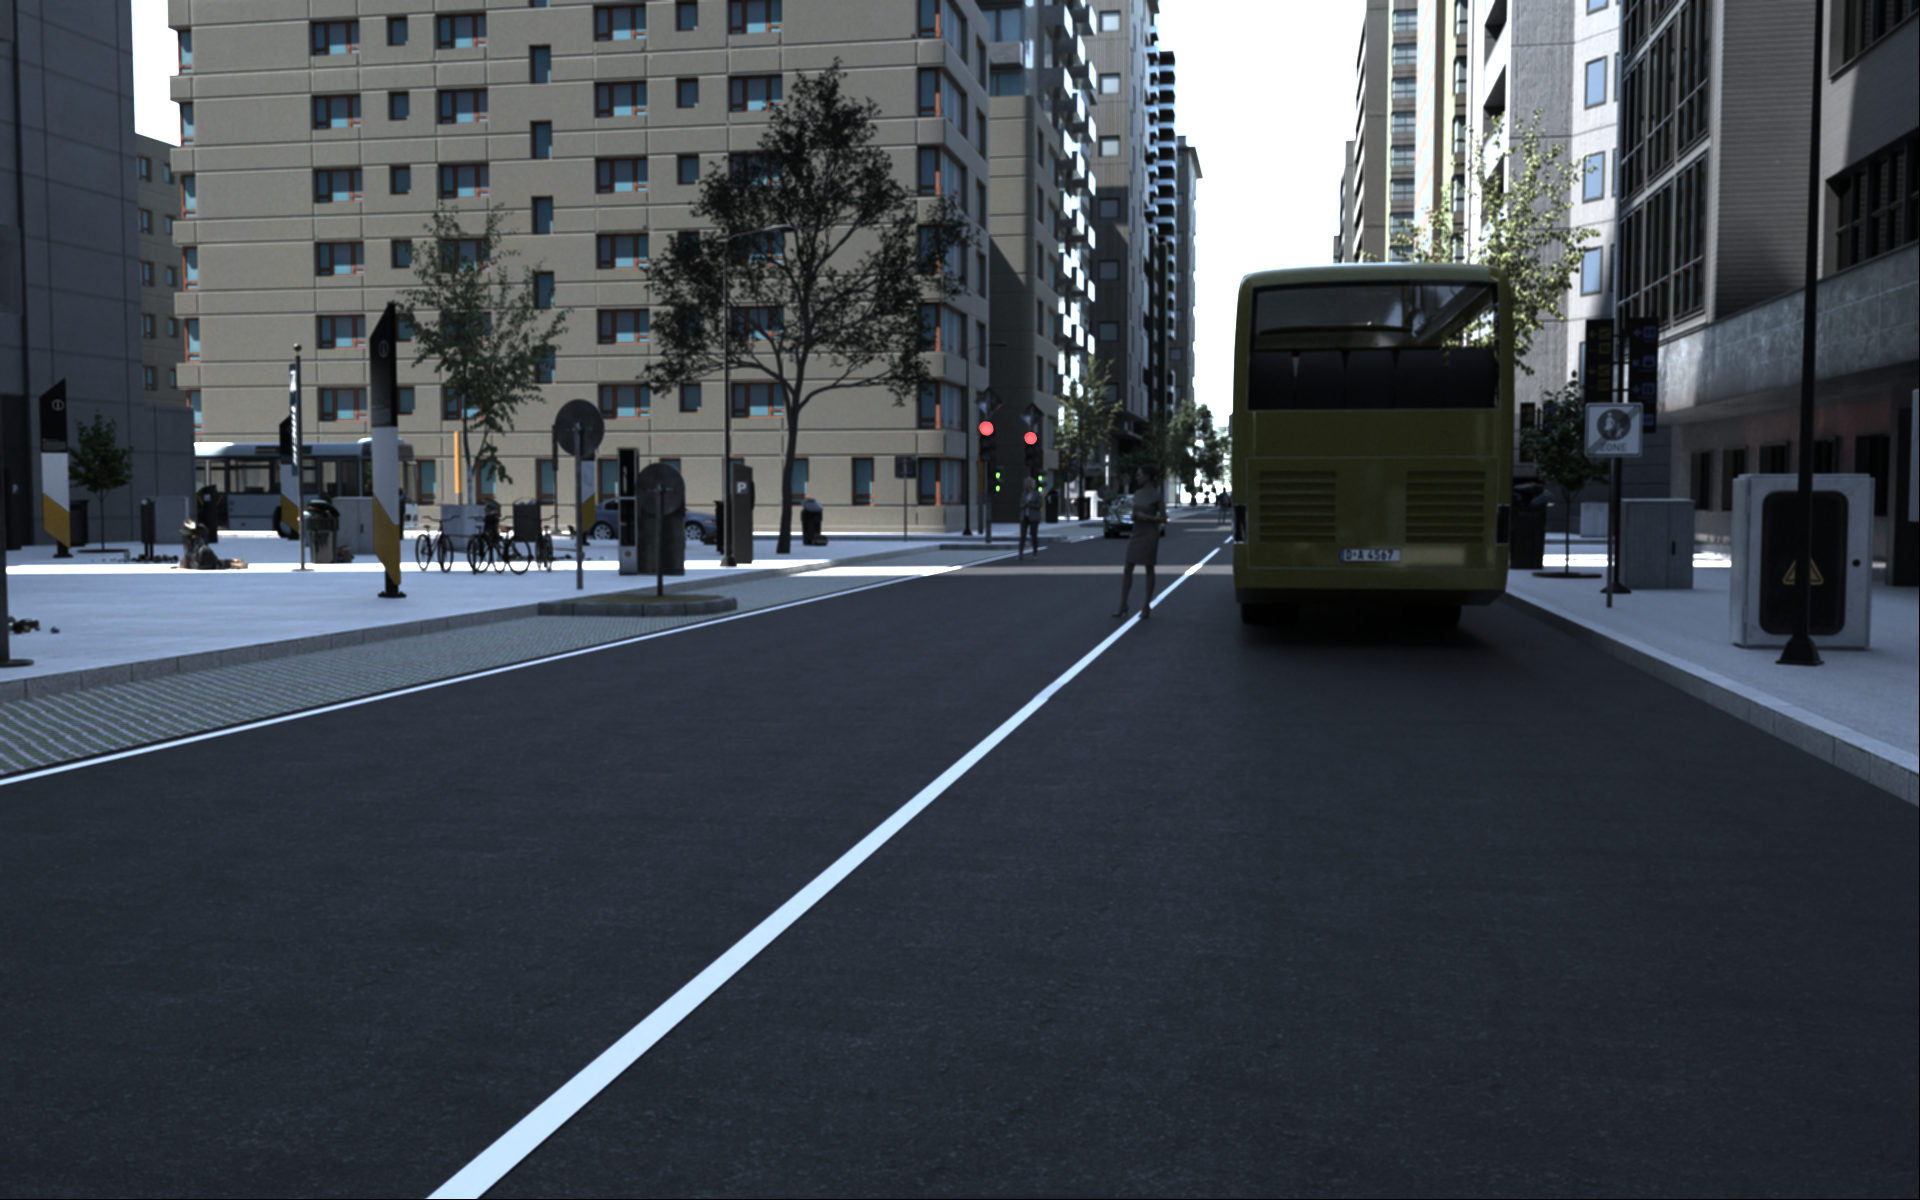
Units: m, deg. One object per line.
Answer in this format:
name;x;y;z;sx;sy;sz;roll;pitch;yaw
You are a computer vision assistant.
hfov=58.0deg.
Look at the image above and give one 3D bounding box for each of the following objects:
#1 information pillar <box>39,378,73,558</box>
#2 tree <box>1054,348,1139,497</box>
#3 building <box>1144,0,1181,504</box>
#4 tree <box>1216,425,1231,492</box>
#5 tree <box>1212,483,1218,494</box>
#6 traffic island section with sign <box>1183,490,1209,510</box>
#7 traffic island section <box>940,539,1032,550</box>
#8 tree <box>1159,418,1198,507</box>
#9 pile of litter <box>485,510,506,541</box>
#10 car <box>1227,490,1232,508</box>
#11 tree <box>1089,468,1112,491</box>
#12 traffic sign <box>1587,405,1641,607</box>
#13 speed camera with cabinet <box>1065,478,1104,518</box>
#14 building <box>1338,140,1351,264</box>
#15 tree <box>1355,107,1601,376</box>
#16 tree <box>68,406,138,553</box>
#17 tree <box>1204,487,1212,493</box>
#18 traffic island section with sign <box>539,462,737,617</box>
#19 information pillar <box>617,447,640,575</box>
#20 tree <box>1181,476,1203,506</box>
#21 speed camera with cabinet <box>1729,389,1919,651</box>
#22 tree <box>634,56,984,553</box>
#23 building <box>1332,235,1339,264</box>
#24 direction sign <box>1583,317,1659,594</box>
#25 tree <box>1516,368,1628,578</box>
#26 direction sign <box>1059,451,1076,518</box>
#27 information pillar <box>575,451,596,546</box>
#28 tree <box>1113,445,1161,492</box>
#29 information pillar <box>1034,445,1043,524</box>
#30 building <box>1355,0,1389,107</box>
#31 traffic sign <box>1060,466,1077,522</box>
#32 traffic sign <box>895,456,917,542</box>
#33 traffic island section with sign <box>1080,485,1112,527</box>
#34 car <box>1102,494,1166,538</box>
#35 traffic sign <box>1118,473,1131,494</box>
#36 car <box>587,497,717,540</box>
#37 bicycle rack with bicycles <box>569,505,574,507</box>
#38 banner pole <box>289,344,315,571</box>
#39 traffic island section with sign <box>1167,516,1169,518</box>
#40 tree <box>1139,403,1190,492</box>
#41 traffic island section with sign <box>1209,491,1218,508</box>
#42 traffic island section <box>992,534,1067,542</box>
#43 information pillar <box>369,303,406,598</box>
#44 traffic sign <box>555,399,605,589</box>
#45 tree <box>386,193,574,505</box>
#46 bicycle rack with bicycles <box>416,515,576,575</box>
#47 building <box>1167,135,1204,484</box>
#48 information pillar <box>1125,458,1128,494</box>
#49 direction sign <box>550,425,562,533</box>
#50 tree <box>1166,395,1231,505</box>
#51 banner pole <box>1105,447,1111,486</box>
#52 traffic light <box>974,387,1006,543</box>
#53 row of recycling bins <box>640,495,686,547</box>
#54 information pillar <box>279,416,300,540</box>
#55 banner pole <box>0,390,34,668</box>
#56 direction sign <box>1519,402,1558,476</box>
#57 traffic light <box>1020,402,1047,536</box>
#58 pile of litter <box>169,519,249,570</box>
information pillar;-18.161;-2.656;34.781;0.504;3.616;0.183;-2;4;-35
tree;6.212;-8.420;88.023;4.737;8.622;4.395;0;3;0
building;18.582;-56.010;228.433;22.319;86.520;31.000;1;4;11
tree;42.926;-22.392;284.227;7.486;12.596;7.792;0;3;0
tree;38.798;-16.512;264.564;1.663;3.219;1.824;0;3;0
traffic island section with sign;20.486;-8.727;151.315;1.989;1.847;2.006;1;4;11
traffic island section;0.721;-1.411;45.353;2.009;0.180;2.903;1;4;11
tree;21.256;-13.265;167.248;4.360;8.622;3.978;0;3;0
pile of litter;-13.058;-2.053;47.539;1.176;0.858;1.719;-2;4;-32
car;24.357;-8.831;153.052;2.281;1.827;5.304;1;4;9
tree;10.187;-8.044;126.120;1.663;3.219;1.824;0;3;0
traffic sign;7.347;-1.064;19.532;0.606;2.300;0.079;1;4;11
speed camera with cabinet;6.647;-5.996;92.368;2.038;3.252;0.660;0;4;7
building;60.012;-36.700;223.753;21.300;48.544;21.600;1;4;11
tree;10.030;-5.059;33.085;4.737;8.622;4.395;0;3;0
tree;-19.030;-2.659;38.081;1.663;3.219;1.824;0;3;0
tree;31.627;-14.266;227.847;1.663;3.219;1.824;0;3;0
traffic island section with sign;-3.811;-0.761;21.071;1.989;1.847;2.006;1;4;11
information pillar;-5.243;-1.403;27.436;0.304;2.012;0.304;0;4;-2
tree;28.357;-13.277;211.687;1.663;3.219;1.824;0;3;0
speed camera with cabinet;7.522;-1.219;14.269;2.038;3.252;0.660;1;4;13
tree;-3.516;-6.273;36.970;7.601;10.594;8.767;2;4;24
building;65.426;-36.028;272.644;14.154;41.232;14.086;1;4;11
direction sign;8.514;-1.858;22.376;0.876;3.537;0.379;2;4;23
tree;9.532;-1.963;26.704;1.663;3.219;1.824;0;3;0
direction sign;5.693;-6.099;91.710;0.876;3.537;0.379;0;4;-4
information pillar;-9.343;-3.168;43.151;0.504;3.616;0.183;0;4;0
tree;11.875;-8.103;116.195;4.285;4.588;4.351;0;3;0
information pillar;3.369;-5.115;74.991;0.504;3.616;0.183;-2;4;-31
building;46.453;-32.481;154.766;21.300;48.544;21.600;1;4;11
traffic sign;4.946;-4.830;79.083;0.768;2.556;0.104;1;4;18
traffic sign;-1.462;-2.716;46.530;0.606;2.300;0.079;1;4;15
traffic island section with sign;6.301;-4.075;75.248;1.989;1.847;2.006;1;4;11
car;5.890;-2.832;58.099;2.131;1.459;4.920;1;4;10
traffic sign;10.058;-6.481;106.070;0.768;2.556;0.104;1;4;19
car;-8.861;-2.339;50.250;4.499;1.417;2.014;1;4;12
bicycle rack with bicycles;-11.604;-2.665;56.955;2.852;0.926;2.925;0;4;-3
banner pole;-11.156;-2.393;29.143;0.401;3.779;0.863;-2;4;-33
traffic island section with sign;11.274;-5.704;101.893;1.989;1.847;2.006;1;4;11
tree;16.288;-11.583;139.739;4.737;8.622;4.395;0;3;0
traffic island section with sign;25.432;-10.348;177.814;1.989;1.847;2.006;1;4;11
traffic island section;2.185;-1.891;53.203;2.009;0.180;2.903;1;4;11
information pillar;-7.118;-1.841;21.460;0.504;3.616;0.183;3;5;41
traffic sign;-5.127;-1.417;23.281;0.768;2.556;0.104;1;4;20
tree;-12.083;-5.692;43.420;4.737;8.622;4.395;0;3;0
bicycle rack with bicycles;-7.506;-0.932;28.625;2.852;0.926;2.925;-2;4;-31
building;21.366;-40.993;259.470;28.713;52.752;27.495;1;4;11
information pillar;10.804;-7.389;112.157;0.183;3.616;0.504;-1;4;-9
direction sign;-13.319;-3.978;57.035;0.379;3.537;0.876;0;4;-4
tree;27.154;-17.396;201.424;9.611;12.733;9.660;0;3;0
banner pole;7.976;-6.318;93.314;0.401;3.779;0.863;-1;4;-16
traffic light;0.759;-3.443;45.211;0.839;4.253;0.868;1;4;11
row of recycling bins;-7.318;-2.111;41.634;1.069;1.692;3.534;-1;4;-22
information pillar;-18.622;-3.474;48.154;0.504;3.616;0.183;0;4;-3
banner pole;-7.356;-1.403;12.964;0.863;3.779;0.401;2;4;30
direction sign;14.287;-3.109;42.836;0.876;3.537;0.379;2;4;26
traffic light;2.223;-3.923;53.061;0.839;4.253;0.868;1;4;11
pile of litter;-12.875;-0.960;29.669;1.176;0.858;1.719;-3;4;-36
